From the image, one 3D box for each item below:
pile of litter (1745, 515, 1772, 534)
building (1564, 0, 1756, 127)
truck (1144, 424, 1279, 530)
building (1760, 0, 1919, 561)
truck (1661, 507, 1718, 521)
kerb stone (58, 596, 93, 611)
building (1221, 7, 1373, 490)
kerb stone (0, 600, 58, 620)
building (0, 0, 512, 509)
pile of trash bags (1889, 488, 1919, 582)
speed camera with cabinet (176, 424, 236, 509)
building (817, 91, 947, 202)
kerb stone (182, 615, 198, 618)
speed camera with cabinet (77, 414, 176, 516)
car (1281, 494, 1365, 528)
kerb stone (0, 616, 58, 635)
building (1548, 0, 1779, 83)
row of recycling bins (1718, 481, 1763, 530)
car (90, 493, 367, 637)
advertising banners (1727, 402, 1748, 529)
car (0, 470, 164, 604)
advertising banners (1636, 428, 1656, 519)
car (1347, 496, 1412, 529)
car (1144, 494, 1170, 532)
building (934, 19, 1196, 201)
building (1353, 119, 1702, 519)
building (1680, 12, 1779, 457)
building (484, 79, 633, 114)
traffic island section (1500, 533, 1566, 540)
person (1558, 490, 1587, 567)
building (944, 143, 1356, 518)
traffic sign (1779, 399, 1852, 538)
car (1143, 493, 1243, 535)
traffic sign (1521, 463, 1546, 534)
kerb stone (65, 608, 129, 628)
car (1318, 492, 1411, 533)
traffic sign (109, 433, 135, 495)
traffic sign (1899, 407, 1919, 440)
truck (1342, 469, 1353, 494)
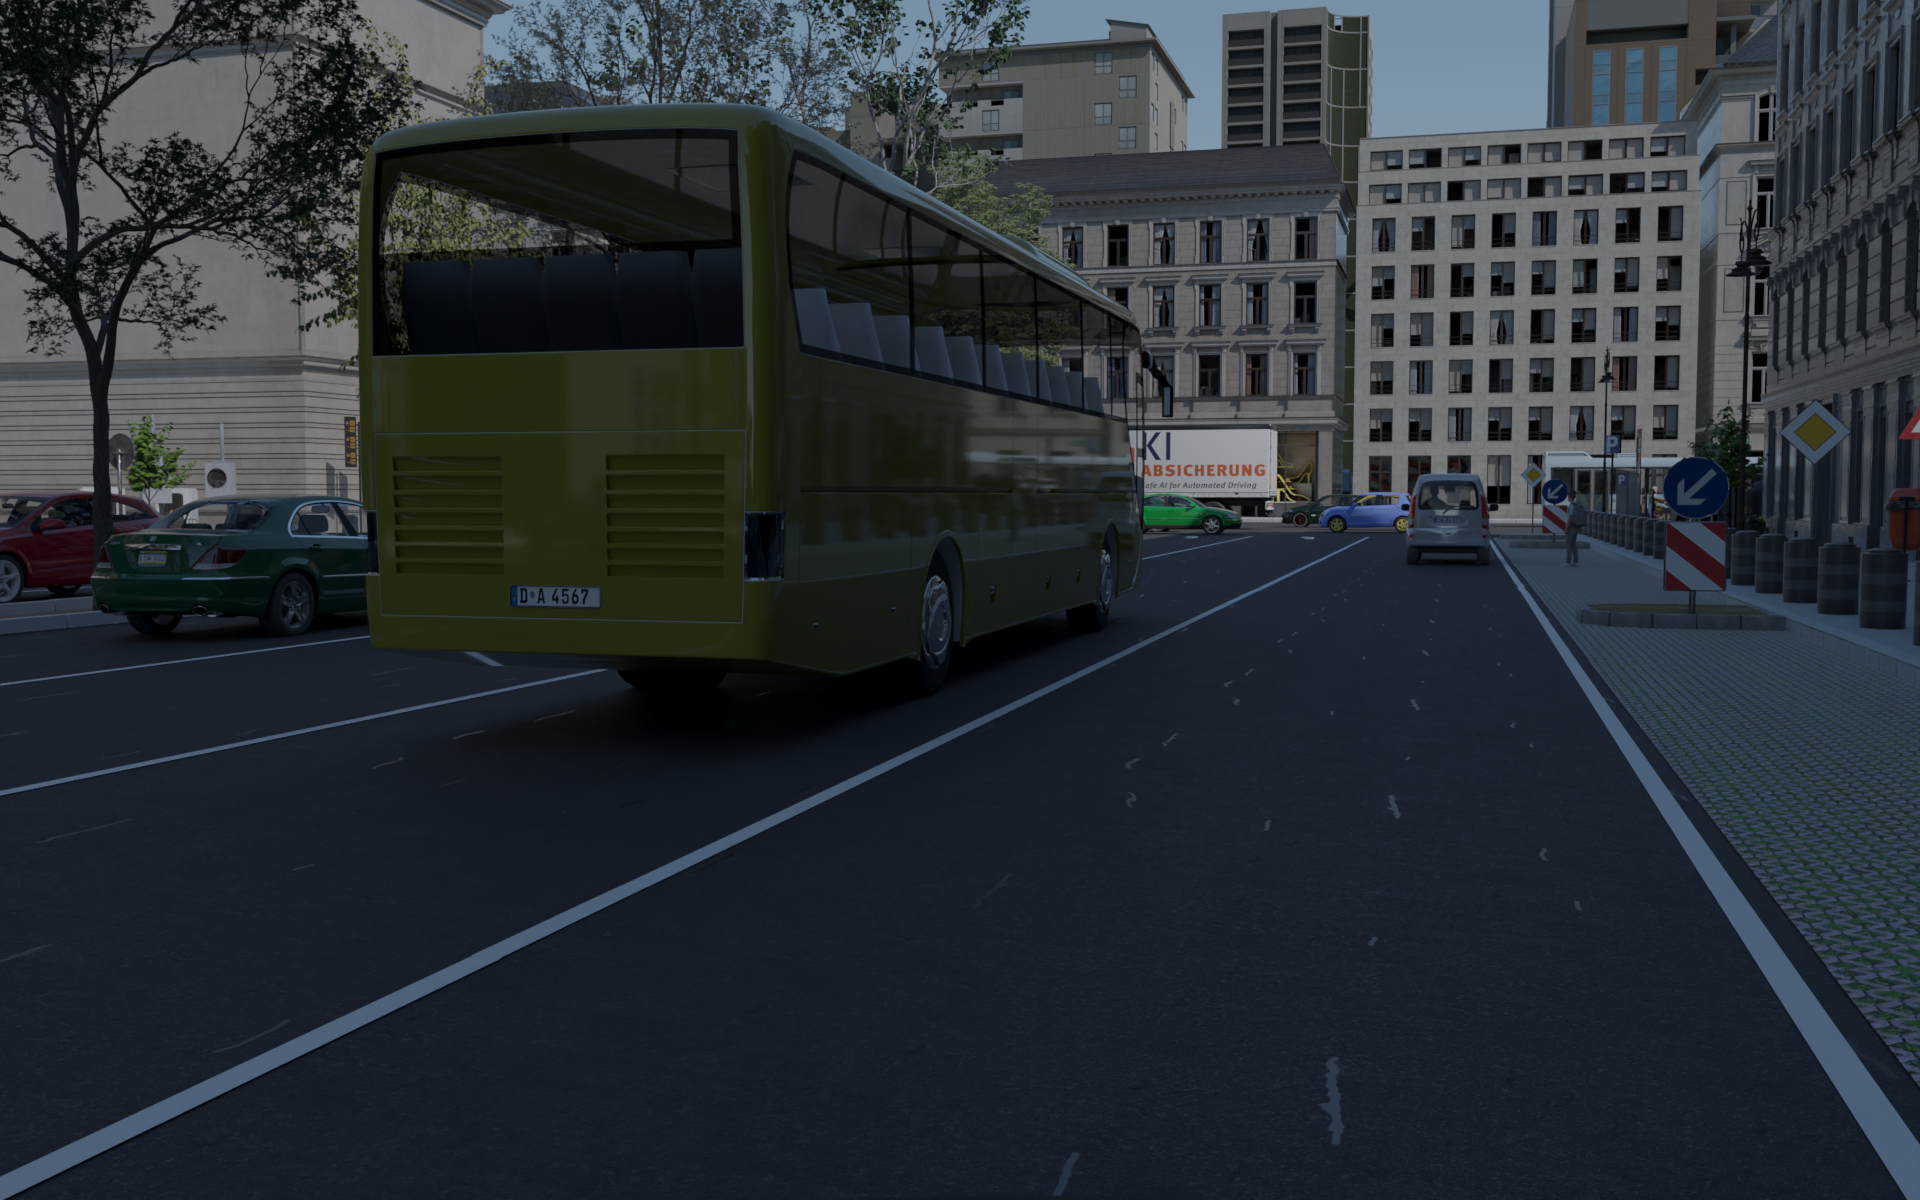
[{"bbox_3d":[16.653,-1.389,36.682,1.719,0.858,1.176,1,4,8],"label":"pile of litter"},{"bbox_3d":[60.392,-30.686,151.832,14.600,45.320,14.200,1,4,16],"label":"building"},{"bbox_3d":[7.312,-5.055,71.565,11.283,4.237,2.839,1,4,17],"label":"truck"},{"bbox_3d":[25.116,-11.644,39.532,9.793,20.994,18.267,1,4,16],"label":"building"},{"bbox_3d":[34.360,-4.270,59.565,18.799,4.110,2.967,1,4,15],"label":"truck"},{"bbox_3d":[-10.870,0.043,21.486,0.120,0.150,1.000,1,4,16],"label":"kerb stone"},{"bbox_3d":[50.277,-50.189,258.836,20.611,71.187,20.563,1,4,16],"label":"building"},{"bbox_3d":[-11.152,0.110,20.499,0.120,0.150,1.000,1,4,16],"label":"kerb stone"},{"bbox_3d":[-27.187,-13.547,57.649,21.152,22.565,11.583,1,4,16],"label":"building"},{"bbox_3d":[15.148,-0.919,24.786,3.447,1.369,1.912,2,4,35],"label":"pile of trash bags"},{"bbox_3d":[-21.381,-3.308,48.428,2.038,3.252,0.660,0,4,-4],"label":"speed camera with cabinet"},{"bbox_3d":[-11.372,-36.075,213.523,21.600,48.544,21.300,1,4,16],"label":"building"},{"bbox_3d":[-9.130,0.139,19.934,0.120,0.150,1.000,1,4,16],"label":"kerb stone"},{"bbox_3d":[-20.494,-2.945,42.493,2.038,3.252,0.660,-2,4,-33],"label":"speed camera with cabinet"},{"bbox_3d":[15.992,-3.968,74.668,4.222,1.686,2.009,1,4,18],"label":"car"},{"bbox_3d":[-9.702,0.259,17.959,0.120,0.150,1.000,1,4,16],"label":"kerb stone"},{"bbox_3d":[68.826,-38.473,171.033,21.231,58.520,28.212,1,4,16],"label":"building"},{"bbox_3d":[25.235,-2.839,53.535,3.534,1.692,1.069,0,3,0],"label":"row of recycling bins"},{"bbox_3d":[-7.221,-0.440,18.985,2.131,1.459,4.920,1,4,15],"label":"car"},{"bbox_3d":[14.414,-2.196,32.088,0.090,3.025,2.074,2,4,31],"label":"advertising banners"},{"bbox_3d":[-12.579,-0.875,23.346,2.155,1.783,4.494,1,4,16],"label":"car"},{"bbox_3d":[18.008,-3.018,45.529,0.090,3.025,2.074,1,4,9],"label":"advertising banners"},{"bbox_3d":[16.387,-3.582,68.783,3.980,1.641,2.015,1,4,16],"label":"car"},{"bbox_3d":[6.346,-3.340,66.413,4.920,1.459,2.131,1,4,17],"label":"car"},{"bbox_3d":[11.651,-37.567,203.453,27.495,52.752,28.713,1,4,16],"label":"building"},{"bbox_3d":[30.391,-14.643,94.161,16.860,20.320,10.420,1,4,16],"label":"building"},{"bbox_3d":[61.003,-19.115,88.952,44.131,29.872,17.030,1,4,16],"label":"building"},{"bbox_3d":[-38.363,-20.813,116.701,44.131,29.872,17.030,1,4,16],"label":"building"},{"bbox_3d":[18.345,-2.028,55.444,2.009,0.180,2.903,1,4,16],"label":"traffic island section"},{"bbox_3d":[12.006,-1.400,33.983,0.523,1.515,0.503,1,4,10],"label":"person"},{"bbox_3d":[2.210,-15.363,102.102,40.483,20.767,10.553,1,4,16],"label":"building"},{"bbox_3d":[10.444,-1.225,21.210,0.795,2.450,0.064,1,4,22],"label":"traffic sign"},{"bbox_3d":[7.735,-3.255,62.020,4.718,1.807,1.959,1,4,15],"label":"car"},{"bbox_3d":[18.320,-3.164,55.374,0.795,2.450,0.064,1,4,16],"label":"traffic sign"},{"bbox_3d":[-9.414,0.199,18.947,0.120,0.150,1.000,1,4,16],"label":"kerb stone"},{"bbox_3d":[15.265,-3.368,64.652,3.694,1.707,1.945,1,4,17],"label":"car"},{"bbox_3d":[-17.647,-2.220,36.395,0.768,2.556,0.104,1,4,21],"label":"traffic sign"},{"bbox_3d":[9.558,-1.024,16.750,0.884,2.594,0.081,2,4,24],"label":"traffic sign"},{"bbox_3d":[39.278,-11.728,181.503,2.967,4.110,18.799,1,4,17],"label":"truck"}]
